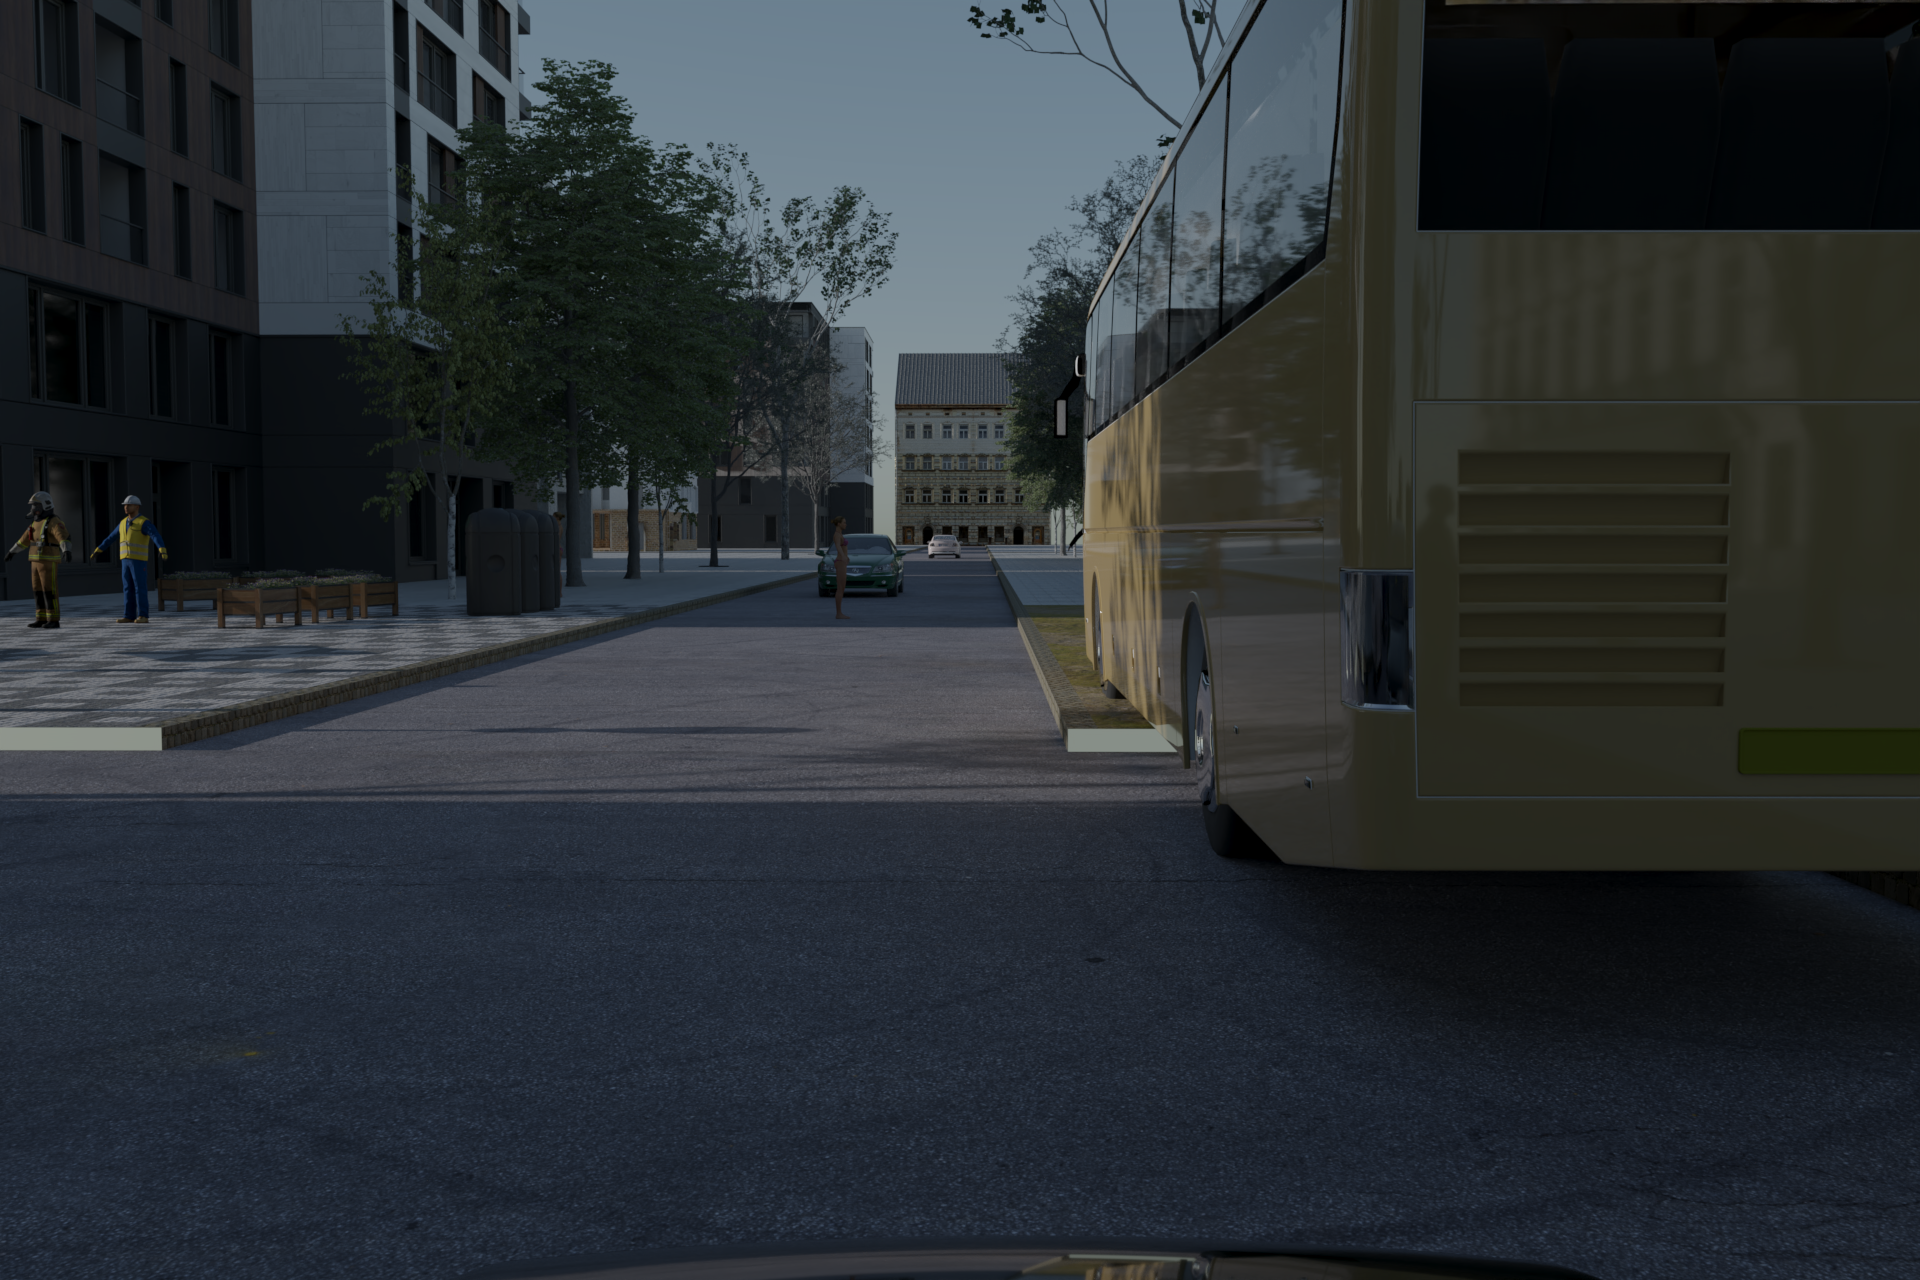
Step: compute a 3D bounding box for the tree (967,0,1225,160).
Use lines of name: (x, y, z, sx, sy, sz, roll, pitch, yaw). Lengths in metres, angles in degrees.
tree: (5.106, -10.673, 30.392, 12.611, 20.169, 13.585, 0, 3, 0)

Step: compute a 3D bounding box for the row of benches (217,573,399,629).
row of benches: (-9.413, -0.607, 25.384, 1.422, 0.672, 4.104, 1, 4, 9)

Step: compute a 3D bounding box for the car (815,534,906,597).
car: (-2.307, -1.788, 41.036, 2.131, 1.459, 4.920, 0, 4, 1)

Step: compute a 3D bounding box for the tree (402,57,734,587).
tree: (-9.310, -7.547, 41.524, 7.486, 12.596, 7.792, 0, 3, 0)

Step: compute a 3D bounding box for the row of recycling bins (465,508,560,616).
row of recycling bins: (-7.348, -1.324, 28.768, 1.069, 1.692, 3.534, 0, 4, 0)

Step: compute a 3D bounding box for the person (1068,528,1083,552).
person: (2.969, -1.956, 37.923, 1.347, 1.837, 0.705, 2, 4, 25)

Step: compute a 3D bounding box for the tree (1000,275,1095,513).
tree: (6.538, -10.899, 84.856, 9.857, 13.997, 8.962, 0, 3, 0)

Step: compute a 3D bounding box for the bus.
bus: (2.310, -1.159, 10.498, 2.896, 3.916, 12.252, 0, 4, 0)

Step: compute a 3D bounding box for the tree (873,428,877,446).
tree: (-16.096, -21.316, 204.398, 12.611, 20.169, 13.585, 0, 3, 0)

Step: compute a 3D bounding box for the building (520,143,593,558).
building: (-28.211, -12.807, 75.844, 16.747, 18.905, 31.486, 0, 4, 1)

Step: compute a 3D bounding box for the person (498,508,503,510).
person: (-9.541, -1.825, 35.964, 1.347, 1.817, 0.704, -2, 4, -31)

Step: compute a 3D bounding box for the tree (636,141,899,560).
tree: (-10.219, -14.077, 86.047, 12.611, 20.169, 13.585, 0, 3, 0)

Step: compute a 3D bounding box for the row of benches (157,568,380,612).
row of benches: (-12.000, -0.896, 30.115, 1.422, 0.672, 4.104, 2, 4, 35)

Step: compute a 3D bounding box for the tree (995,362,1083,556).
tree: (5.725, -11.295, 102.803, 7.486, 12.596, 7.792, 0, 3, 0)

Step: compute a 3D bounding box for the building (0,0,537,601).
building: (-28.591, -12.133, 42.351, 27.936, 21.610, 32.646, 0, 4, 1)

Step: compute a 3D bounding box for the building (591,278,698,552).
building: (-26.556, -16.647, 128.599, 16.016, 20.090, 11.380, 0, 4, 1)

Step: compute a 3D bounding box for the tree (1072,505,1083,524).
tree: (17.038, -17.632, 206.412, 7.486, 12.596, 7.792, 0, 3, 0)

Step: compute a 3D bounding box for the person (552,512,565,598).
person: (-8.224, -1.727, 35.032, 0.721, 1.733, 1.217, -1, 4, -12)

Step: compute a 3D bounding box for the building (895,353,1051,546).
building: (1.681, -22.969, 208.928, 18.063, 23.208, 19.493, 0, 4, 1)

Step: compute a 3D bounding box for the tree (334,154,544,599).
tree: (-10.092, -5.115, 33.998, 4.737, 8.622, 4.395, 0, 3, 0)

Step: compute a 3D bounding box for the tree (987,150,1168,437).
tree: (5.571, -8.870, 55.389, 12.009, 13.543, 11.850, 0, 3, 0)

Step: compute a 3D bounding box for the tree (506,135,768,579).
tree: (-9.402, -8.054, 49.809, 7.486, 12.596, 7.792, 0, 3, 0)

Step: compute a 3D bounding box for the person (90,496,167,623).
person: (-11.905, -1.159, 24.922, 1.349, 1.833, 0.705, 1, 4, 19)

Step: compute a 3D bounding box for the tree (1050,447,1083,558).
tree: (6.083, -8.825, 94.659, 4.360, 8.622, 3.978, 0, 3, 0)

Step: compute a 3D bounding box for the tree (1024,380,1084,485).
tree: (6.568, -8.231, 68.991, 8.767, 10.594, 7.601, -2, 4, -25)

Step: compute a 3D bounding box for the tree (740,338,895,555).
tree: (-9.044, -12.111, 108.387, 12.009, 13.543, 11.850, 0, 3, 0)

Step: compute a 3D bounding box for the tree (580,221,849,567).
tree: (-9.486, -9.602, 67.357, 12.009, 13.543, 11.850, 0, 3, 0)

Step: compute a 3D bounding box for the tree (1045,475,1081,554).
tree: (6.069, -9.912, 112.418, 4.360, 8.622, 3.978, 0, 3, 0)

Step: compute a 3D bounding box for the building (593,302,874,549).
building: (-23.349, -19.874, 168.920, 27.936, 21.610, 32.646, 0, 4, 1)

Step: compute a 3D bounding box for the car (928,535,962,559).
car: (-0.907, -5.532, 102.813, 2.083, 1.381, 4.827, 0, 4, 1)

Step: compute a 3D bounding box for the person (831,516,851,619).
person: (-1.944, -1.228, 29.333, 0.721, 1.733, 1.217, 0, 4, -2)

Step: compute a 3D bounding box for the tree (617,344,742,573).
tree: (-9.698, -6.538, 57.260, 4.737, 8.622, 4.395, 0, 3, 0)

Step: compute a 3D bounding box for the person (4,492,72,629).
person: (-12.487, -1.089, 23.577, 1.354, 1.858, 0.705, 2, 4, 28)
